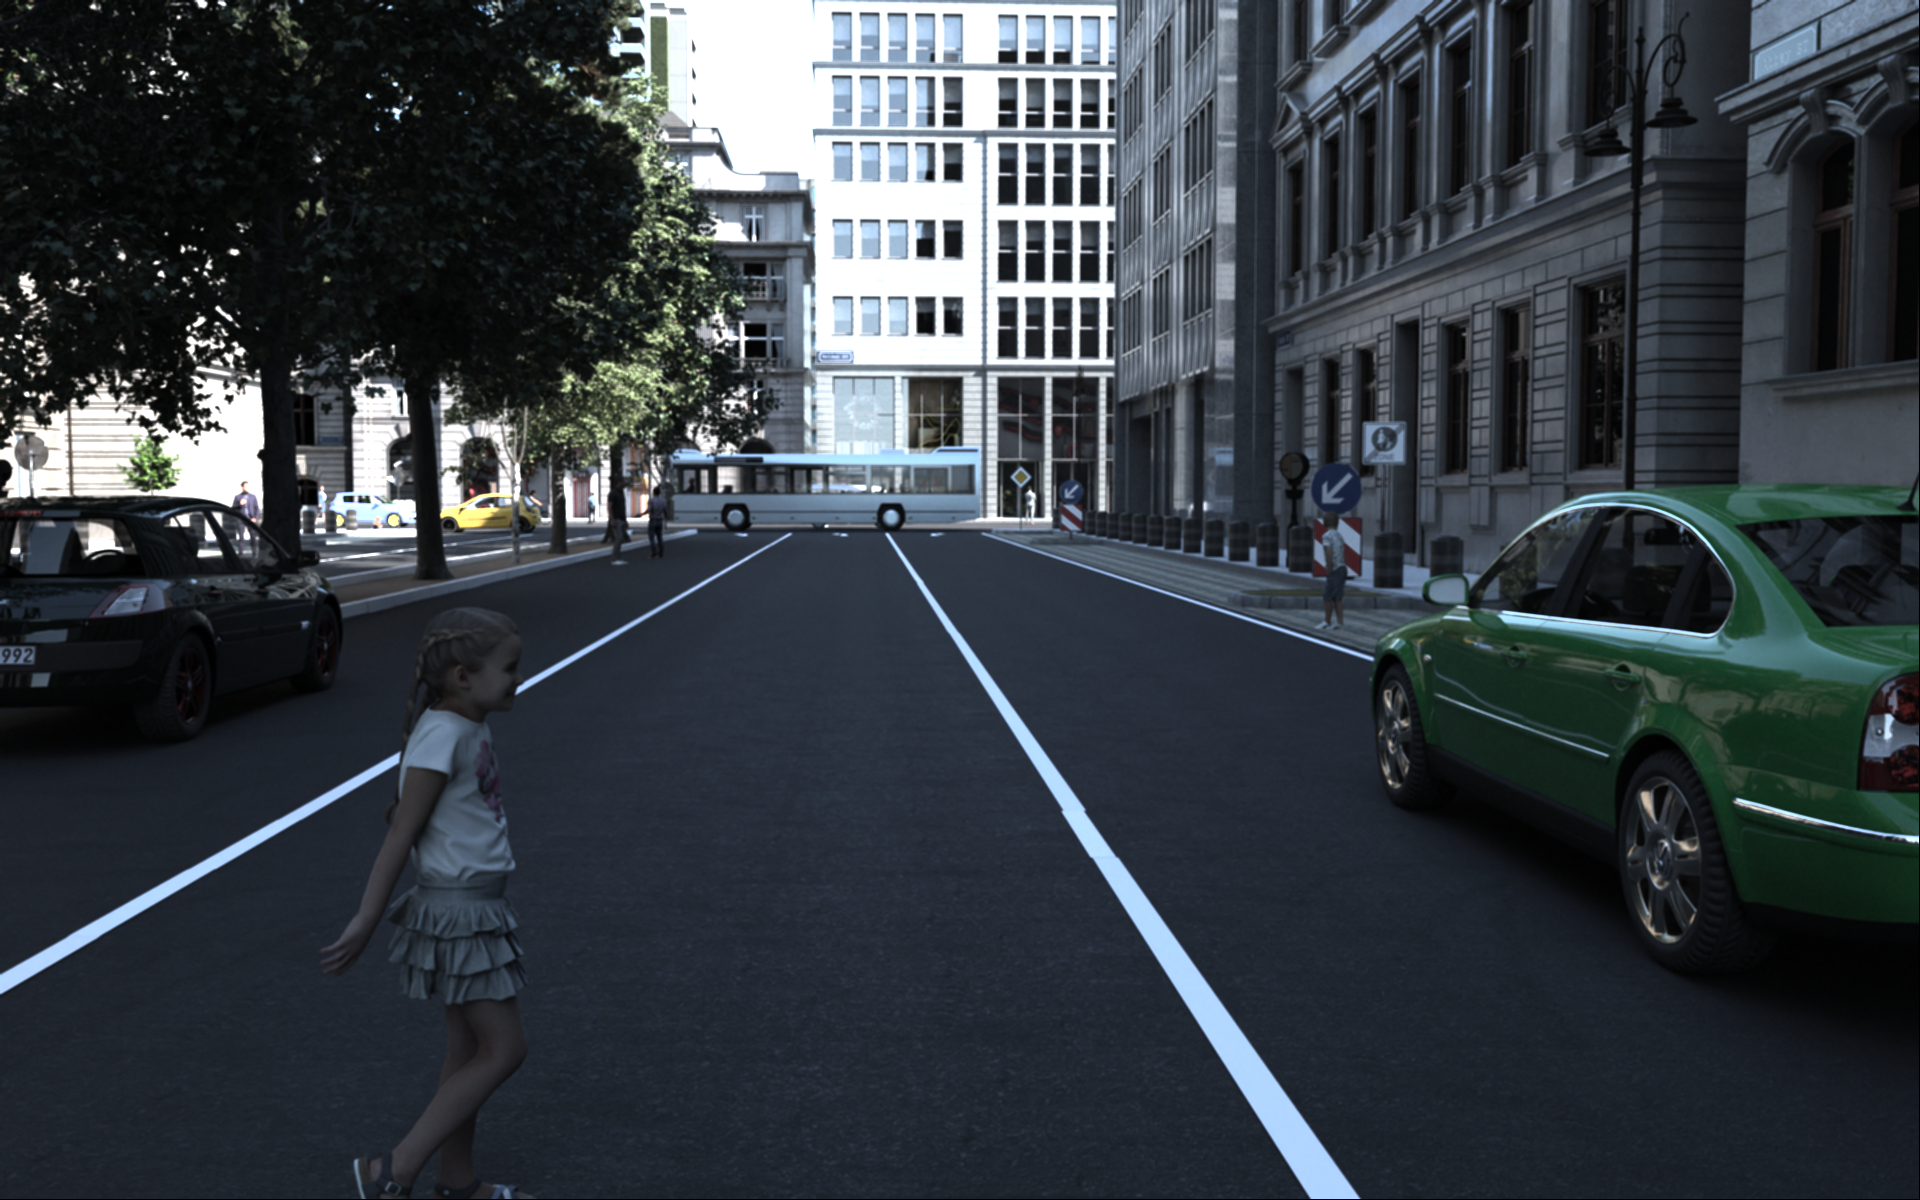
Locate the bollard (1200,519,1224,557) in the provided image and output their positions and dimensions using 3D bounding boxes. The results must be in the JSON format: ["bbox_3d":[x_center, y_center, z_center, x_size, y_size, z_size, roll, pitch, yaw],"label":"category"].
[{"bbox_3d":[5.193,-1.264,35.389,0.404,0.777,0.398,0,3,0],"label":"bollard"}]

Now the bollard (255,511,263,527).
[{"bbox_3d":[-20.649,-2.216,50.952,0.404,0.777,0.398,0,3,0],"label":"bollard"}]

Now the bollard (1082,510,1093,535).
[{"bbox_3d":[4.112,-2.406,54.055,0.404,0.777,0.398,0,3,0],"label":"bollard"}]

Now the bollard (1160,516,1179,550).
[{"bbox_3d":[4.922,-1.550,40.053,0.404,0.777,0.398,0,3,0],"label":"bollard"}]

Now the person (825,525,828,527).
[{"bbox_3d":[-5.946,-4.056,75.534,0.376,1.734,0.841,0,4,-1],"label":"person"}]

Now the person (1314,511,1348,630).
[{"bbox_3d":[3.904,-0.307,18.201,0.332,1.250,0.352,-1,4,-12],"label":"person"}]

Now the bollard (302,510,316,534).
[{"bbox_3d":[-20.916,-2.501,55.616,0.404,0.777,0.398,0,3,0],"label":"bollard"}]

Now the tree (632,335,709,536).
[{"bbox_3d":[-9.901,-6.391,57.316,4.360,8.622,3.978,0,3,0],"label":"tree"}]

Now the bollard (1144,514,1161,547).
[{"bbox_3d":[4.788,-1.693,42.397,0.404,0.777,0.398,0,3,0],"label":"bollard"}]

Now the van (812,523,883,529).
[{"bbox_3d":[-4.544,-3.993,72.292,4.112,2.044,2.013,0,4,-5],"label":"van"}]

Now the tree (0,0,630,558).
[{"bbox_3d":[-7.978,-6.154,20.088,9.611,12.733,9.660,0,3,0],"label":"tree"}]

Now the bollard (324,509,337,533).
[{"bbox_3d":[-21.056,-2.645,57.959,0.404,0.777,0.398,0,3,0],"label":"bollard"}]

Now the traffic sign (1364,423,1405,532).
[{"bbox_3d":[6.014,-1.376,24.626,0.606,2.300,0.079,0,4,2],"label":"traffic sign"}]

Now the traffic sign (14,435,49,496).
[{"bbox_3d":[-20.122,-2.290,37.546,0.768,2.556,0.104,0,4,2],"label":"traffic sign"}]

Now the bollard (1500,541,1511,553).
[{"bbox_3d":[6.135,-0.264,19.036,0.404,0.777,0.398,0,3,0],"label":"bollard"}]

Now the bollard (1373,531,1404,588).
[{"bbox_3d":[5.866,-0.550,23.702,0.404,0.777,0.398,0,3,0],"label":"bollard"}]

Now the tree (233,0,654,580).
[{"bbox_3d":[-9.075,-7.275,28.830,7.806,13.903,7.818,0,3,0],"label":"tree"}]

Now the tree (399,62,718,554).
[{"bbox_3d":[-9.733,-7.394,41.475,7.486,12.596,7.792,0,3,0],"label":"tree"}]

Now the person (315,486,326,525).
[{"bbox_3d":[-29.445,-4.358,79.776,0.654,1.822,0.581,1,4,21],"label":"person"}]

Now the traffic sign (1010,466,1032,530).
[{"bbox_3d":[2.185,-3.584,62.248,0.795,2.450,0.064,0,4,-3],"label":"traffic sign"}]

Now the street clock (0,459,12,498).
[{"bbox_3d":[-19.997,-1.928,36.099,0.358,2.002,0.471,1,4,13],"label":"street clock"}]

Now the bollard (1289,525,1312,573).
[{"bbox_3d":[5.595,-0.836,28.391,0.404,0.777,0.398,0,3,0],"label":"bollard"}]

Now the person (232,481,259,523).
[{"bbox_3d":[-15.220,-1.681,36.911,0.541,1.710,0.530,-1,4,-15],"label":"person"}]

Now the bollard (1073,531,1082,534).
[{"bbox_3d":[3.982,-2.549,56.398,0.404,0.777,0.398,0,3,0],"label":"bollard"}]

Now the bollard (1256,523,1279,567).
[{"bbox_3d":[5.461,-0.979,30.723,0.404,0.777,0.398,0,3,0],"label":"bollard"}]

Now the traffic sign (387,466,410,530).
[{"bbox_3d":[-19.774,-3.509,61.008,0.795,2.450,0.064,0,4,-3],"label":"traffic sign"}]

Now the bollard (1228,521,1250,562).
[{"bbox_3d":[5.330,-1.122,33.057,0.404,0.777,0.398,0,3,0],"label":"bollard"}]

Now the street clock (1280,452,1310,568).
[{"bbox_3d":[5.814,-1.564,30.137,0.471,2.002,0.358,3,5,41],"label":"street clock"}]

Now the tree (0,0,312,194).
[{"bbox_3d":[-8.082,-4.561,11.442,8.767,10.594,7.601,0,4,-3],"label":"tree"}]

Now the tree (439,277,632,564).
[{"bbox_3d":[-9.117,-5.054,35.448,4.360,8.622,3.978,0,3,0],"label":"tree"}]

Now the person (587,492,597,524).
[{"bbox_3d":[-17.604,-4.410,82.815,0.499,1.552,0.429,-1,4,-14],"label":"person"}]

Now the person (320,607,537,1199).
[{"bbox_3d":[-1.039,0.617,3.428,0.382,1.210,0.505,-1,4,-13],"label":"person"}]

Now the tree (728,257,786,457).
[{"bbox_3d":[-9.988,-7.990,50.102,9.611,12.733,9.660,0,3,0],"label":"tree"}]

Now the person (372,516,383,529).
[{"bbox_3d":[-24.041,-3.207,71.412,0.357,0.543,0.381,1,4,13],"label":"person"}]

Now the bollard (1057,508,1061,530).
[{"bbox_3d":[3.714,-2.836,61.080,0.404,0.777,0.398,0,3,0],"label":"bollard"}]

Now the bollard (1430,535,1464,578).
[{"bbox_3d":[6.003,-0.407,21.371,0.404,0.777,0.398,0,3,0],"label":"bollard"}]

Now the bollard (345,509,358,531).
[{"bbox_3d":[-21.186,-2.787,60.290,0.404,0.777,0.398,0,3,0],"label":"bollard"}]

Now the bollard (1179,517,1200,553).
[{"bbox_3d":[5.058,-1.407,37.720,0.404,0.777,0.398,0,3,0],"label":"bollard"}]

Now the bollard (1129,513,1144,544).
[{"bbox_3d":[4.653,-1.836,44.728,0.404,0.777,0.398,0,3,0],"label":"bollard"}]

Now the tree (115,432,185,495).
[{"bbox_3d":[-21.863,-3.180,46.601,1.663,3.219,1.824,0,3,0],"label":"tree"}]

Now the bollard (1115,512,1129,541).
[{"bbox_3d":[4.518,-1.978,47.060,0.404,0.777,0.398,0,3,0],"label":"bollard"}]

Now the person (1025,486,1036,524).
[{"bbox_3d":[3.345,-4.501,82.264,0.511,1.800,0.466,1,4,10],"label":"person"}]

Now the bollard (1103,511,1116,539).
[{"bbox_3d":[4.386,-2.121,49.391,0.404,0.777,0.398,0,3,0],"label":"bollard"}]

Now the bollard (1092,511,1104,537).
[{"bbox_3d":[4.250,-2.263,51.723,0.404,0.777,0.398,0,3,0],"label":"bollard"}]

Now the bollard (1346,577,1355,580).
[{"bbox_3d":[5.733,-0.692,26.034,0.404,0.777,0.398,0,3,0],"label":"bollard"}]

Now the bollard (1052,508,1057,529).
[{"bbox_3d":[3.577,-2.978,63.412,0.404,0.777,0.398,0,3,0],"label":"bollard"}]
